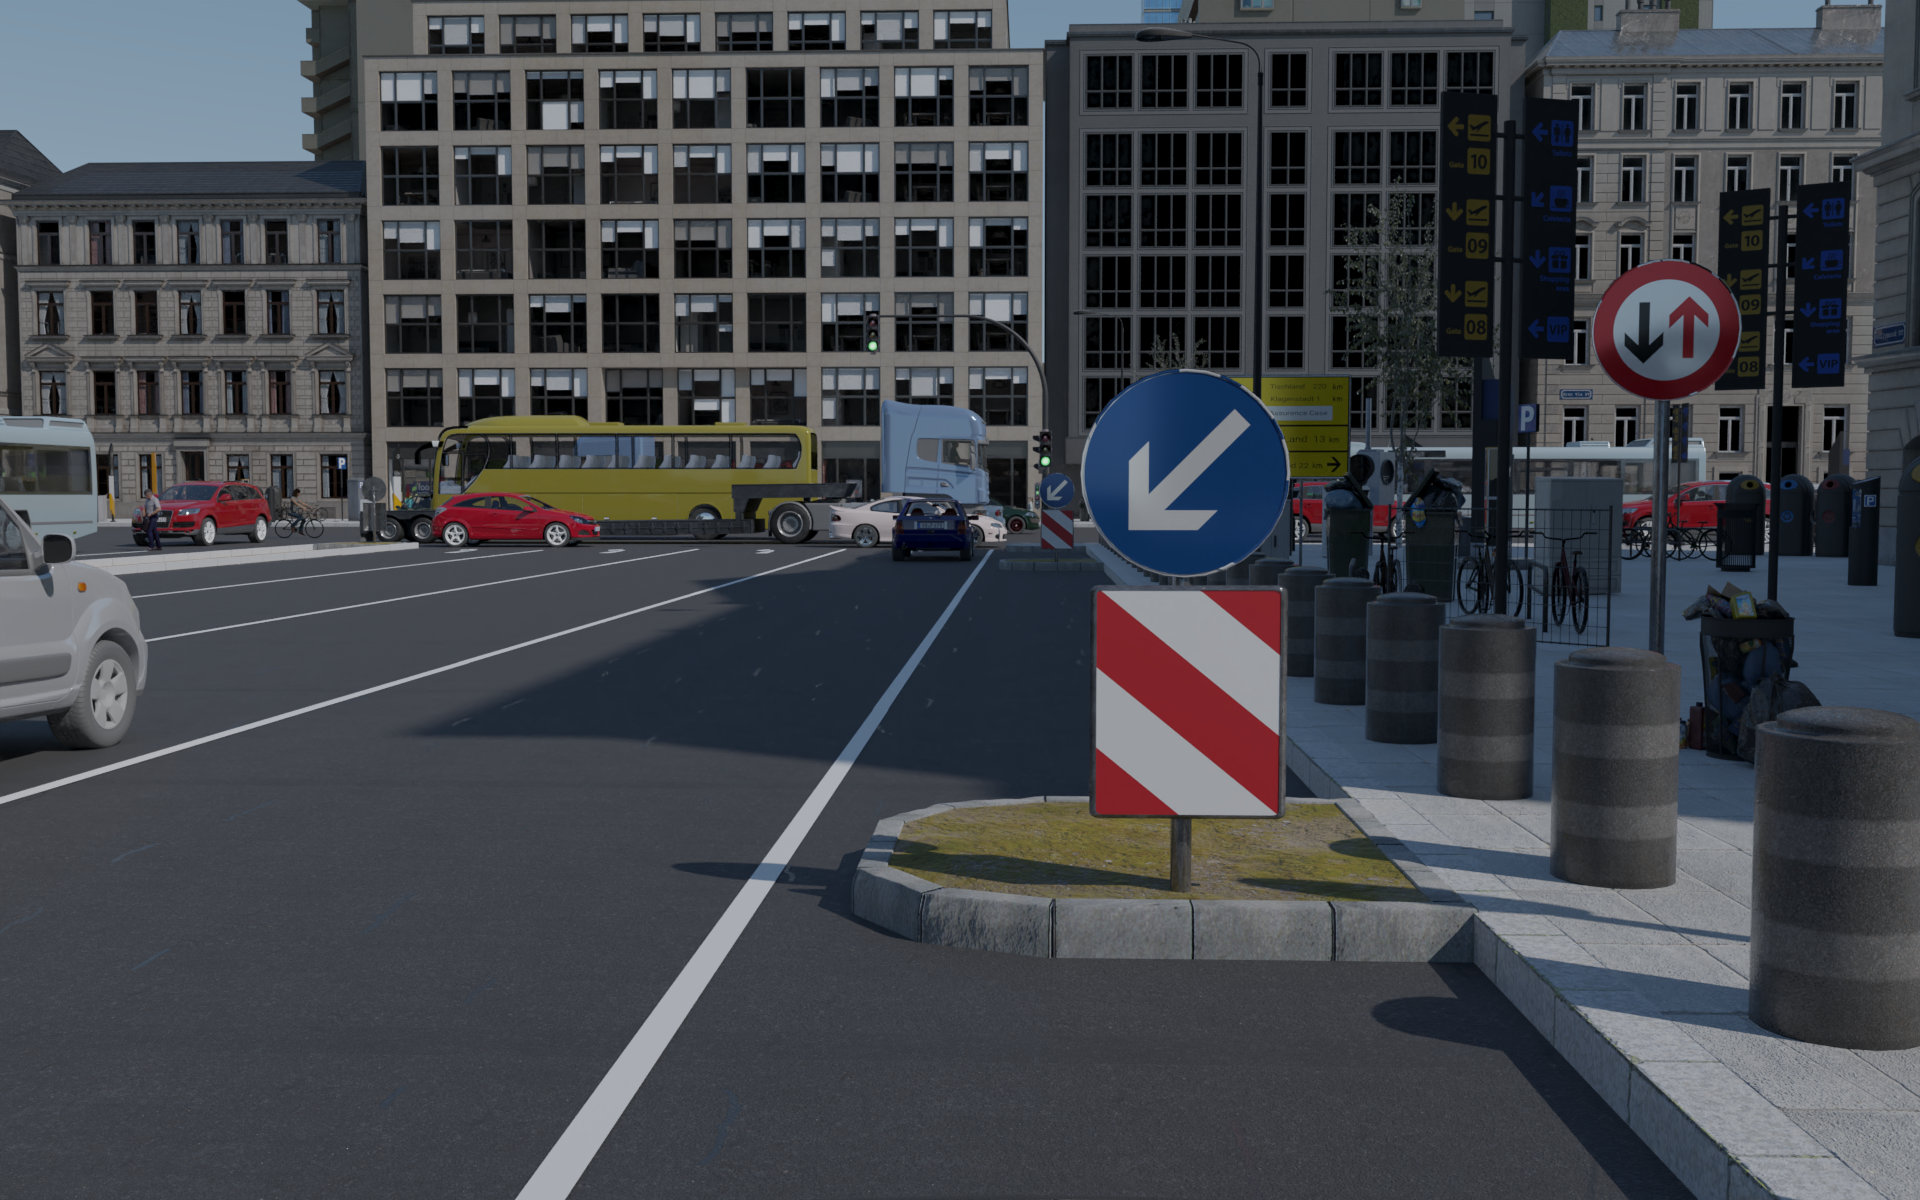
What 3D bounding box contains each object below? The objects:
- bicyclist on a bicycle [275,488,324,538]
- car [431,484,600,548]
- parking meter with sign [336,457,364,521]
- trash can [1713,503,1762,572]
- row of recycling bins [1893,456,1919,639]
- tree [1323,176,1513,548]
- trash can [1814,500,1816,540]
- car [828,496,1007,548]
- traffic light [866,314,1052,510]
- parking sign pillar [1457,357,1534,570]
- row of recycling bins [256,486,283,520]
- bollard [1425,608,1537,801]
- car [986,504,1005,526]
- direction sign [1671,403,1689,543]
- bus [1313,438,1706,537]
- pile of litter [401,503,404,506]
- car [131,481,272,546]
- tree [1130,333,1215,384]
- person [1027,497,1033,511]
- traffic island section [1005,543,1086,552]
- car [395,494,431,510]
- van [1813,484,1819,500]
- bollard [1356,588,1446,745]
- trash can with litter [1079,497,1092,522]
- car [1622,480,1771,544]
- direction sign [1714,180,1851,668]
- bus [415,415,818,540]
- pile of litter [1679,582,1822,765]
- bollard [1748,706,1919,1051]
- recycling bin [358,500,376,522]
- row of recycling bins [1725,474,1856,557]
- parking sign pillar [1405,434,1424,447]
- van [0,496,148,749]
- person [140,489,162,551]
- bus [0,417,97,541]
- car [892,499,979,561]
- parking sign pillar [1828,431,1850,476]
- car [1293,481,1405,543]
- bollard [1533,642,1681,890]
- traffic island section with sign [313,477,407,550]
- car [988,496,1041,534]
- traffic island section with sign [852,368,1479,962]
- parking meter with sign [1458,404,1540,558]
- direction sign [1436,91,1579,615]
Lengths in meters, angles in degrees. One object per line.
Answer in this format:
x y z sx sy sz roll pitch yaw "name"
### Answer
-21.419 -2.820 56.125 1.625 1.676 1.499 0 4 1 "bicyclist on a bicycle"
-12.089 -2.338 47.268 4.494 1.783 2.155 0 4 1 "car"
-28.737 -5.266 82.356 1.738 3.016 0.543 1 4 21 "parking meter with sign"
12.864 -1.042 28.694 0.748 1.137 0.748 0 3 0 "trash can"
9.184 -0.437 14.250 1.069 1.692 3.534 -1 4 -12 "row of recycling bins"
10.726 -5.551 41.122 4.360 8.622 3.978 0 3 0 "tree"
21.893 -1.967 43.812 0.748 1.137 0.748 0 3 0 "trash can"
-1.145 -2.106 46.796 4.827 1.381 2.083 0 4 2 "car"
0.039 -4.229 43.813 4.771 5.953 1.251 0 4 2 "traffic light"
9.169 -2.528 29.805 1.447 3.967 1.447 2 4 29 "parking sign pillar"
-35.120 -4.787 85.375 3.534 1.692 1.069 0 4 7 "row of recycling bins"
2.255 0.446 7.418 0.404 0.777 0.398 0 3 0 "bollard"
-0.756 -2.753 57.009 4.499 1.417 2.014 0 4 3 "car"
18.026 -3.144 43.409 0.379 3.537 0.876 0 4 -1 "direction sign"
17.683 -3.853 57.858 13.247 3.499 2.948 0 4 3 "bus"
-26.778 -4.288 84.067 1.176 0.858 1.719 3 5 40 "pile of litter"
-21.564 -2.488 49.349 2.281 1.827 5.304 0 4 3 "car"
9.718 -7.821 78.234 4.360 8.622 3.978 0 3 0 "tree"
2.976 -3.764 74.323 0.394 1.301 0.425 -1 4 -16 "person"
2.173 -1.327 43.982 2.009 0.180 2.903 0 4 2 "traffic island section"
-18.258 -3.051 59.670 2.009 1.686 4.222 0 4 3 "car"
33.575 -3.850 69.962 4.112 2.044 2.013 0 4 4 "van"
2.324 0.347 9.039 0.404 0.777 0.398 0 3 0 "bollard"
6.063 -4.244 80.774 1.055 1.170 0.624 0 4 3 "trash can with litter"
20.744 -2.457 48.853 5.304 1.827 2.281 0 4 1 "car"
6.063 -1.275 12.850 0.876 3.537 0.379 2 4 34 "direction sign"
-10.720 -3.874 54.891 12.252 3.916 2.896 0 4 1 "bus"
4.048 0.333 8.525 1.176 0.858 1.719 0 4 1 "pile of litter"
2.122 0.645 4.164 0.404 0.777 0.398 0 3 0 "bollard"
-27.401 -4.130 80.075 0.722 1.027 0.722 -1 4 -23 "recycling bin"
17.589 -1.748 35.700 3.534 1.692 1.069 3 5 44 "row of recycling bins"
20.136 -5.378 76.397 1.447 3.967 1.447 3 4 37 "parking sign pillar"
-5.653 -0.091 8.505 2.013 2.044 4.112 0 4 2 "van"
-20.410 -2.022 43.768 0.614 1.554 0.590 2 4 35 "person"
-22.666 -2.516 35.991 2.948 3.499 13.247 0 4 2 "bus"
-0.561 -1.583 38.470 1.945 1.354 3.894 0 4 2 "car"
38.107 -5.302 75.153 1.447 3.967 1.447 0 4 7 "parking sign pillar"
11.398 -2.639 51.816 5.304 1.827 2.281 0 4 2 "car"
2.189 0.546 5.790 0.404 0.777 0.398 0 3 0 "bollard"
-15.426 -2.251 44.937 2.006 1.907 1.989 0 4 2 "traffic island section with sign"
0.795 -3.219 62.412 4.222 1.686 2.009 0 4 1 "car"
0.641 0.144 6.278 1.989 1.847 2.006 0 4 2 "traffic island section with sign"
10.243 -2.271 33.384 1.738 3.016 0.543 -1 4 -18 "parking meter with sign"
3.130 -1.098 9.955 0.876 3.537 0.379 -1 4 -16 "direction sign"
